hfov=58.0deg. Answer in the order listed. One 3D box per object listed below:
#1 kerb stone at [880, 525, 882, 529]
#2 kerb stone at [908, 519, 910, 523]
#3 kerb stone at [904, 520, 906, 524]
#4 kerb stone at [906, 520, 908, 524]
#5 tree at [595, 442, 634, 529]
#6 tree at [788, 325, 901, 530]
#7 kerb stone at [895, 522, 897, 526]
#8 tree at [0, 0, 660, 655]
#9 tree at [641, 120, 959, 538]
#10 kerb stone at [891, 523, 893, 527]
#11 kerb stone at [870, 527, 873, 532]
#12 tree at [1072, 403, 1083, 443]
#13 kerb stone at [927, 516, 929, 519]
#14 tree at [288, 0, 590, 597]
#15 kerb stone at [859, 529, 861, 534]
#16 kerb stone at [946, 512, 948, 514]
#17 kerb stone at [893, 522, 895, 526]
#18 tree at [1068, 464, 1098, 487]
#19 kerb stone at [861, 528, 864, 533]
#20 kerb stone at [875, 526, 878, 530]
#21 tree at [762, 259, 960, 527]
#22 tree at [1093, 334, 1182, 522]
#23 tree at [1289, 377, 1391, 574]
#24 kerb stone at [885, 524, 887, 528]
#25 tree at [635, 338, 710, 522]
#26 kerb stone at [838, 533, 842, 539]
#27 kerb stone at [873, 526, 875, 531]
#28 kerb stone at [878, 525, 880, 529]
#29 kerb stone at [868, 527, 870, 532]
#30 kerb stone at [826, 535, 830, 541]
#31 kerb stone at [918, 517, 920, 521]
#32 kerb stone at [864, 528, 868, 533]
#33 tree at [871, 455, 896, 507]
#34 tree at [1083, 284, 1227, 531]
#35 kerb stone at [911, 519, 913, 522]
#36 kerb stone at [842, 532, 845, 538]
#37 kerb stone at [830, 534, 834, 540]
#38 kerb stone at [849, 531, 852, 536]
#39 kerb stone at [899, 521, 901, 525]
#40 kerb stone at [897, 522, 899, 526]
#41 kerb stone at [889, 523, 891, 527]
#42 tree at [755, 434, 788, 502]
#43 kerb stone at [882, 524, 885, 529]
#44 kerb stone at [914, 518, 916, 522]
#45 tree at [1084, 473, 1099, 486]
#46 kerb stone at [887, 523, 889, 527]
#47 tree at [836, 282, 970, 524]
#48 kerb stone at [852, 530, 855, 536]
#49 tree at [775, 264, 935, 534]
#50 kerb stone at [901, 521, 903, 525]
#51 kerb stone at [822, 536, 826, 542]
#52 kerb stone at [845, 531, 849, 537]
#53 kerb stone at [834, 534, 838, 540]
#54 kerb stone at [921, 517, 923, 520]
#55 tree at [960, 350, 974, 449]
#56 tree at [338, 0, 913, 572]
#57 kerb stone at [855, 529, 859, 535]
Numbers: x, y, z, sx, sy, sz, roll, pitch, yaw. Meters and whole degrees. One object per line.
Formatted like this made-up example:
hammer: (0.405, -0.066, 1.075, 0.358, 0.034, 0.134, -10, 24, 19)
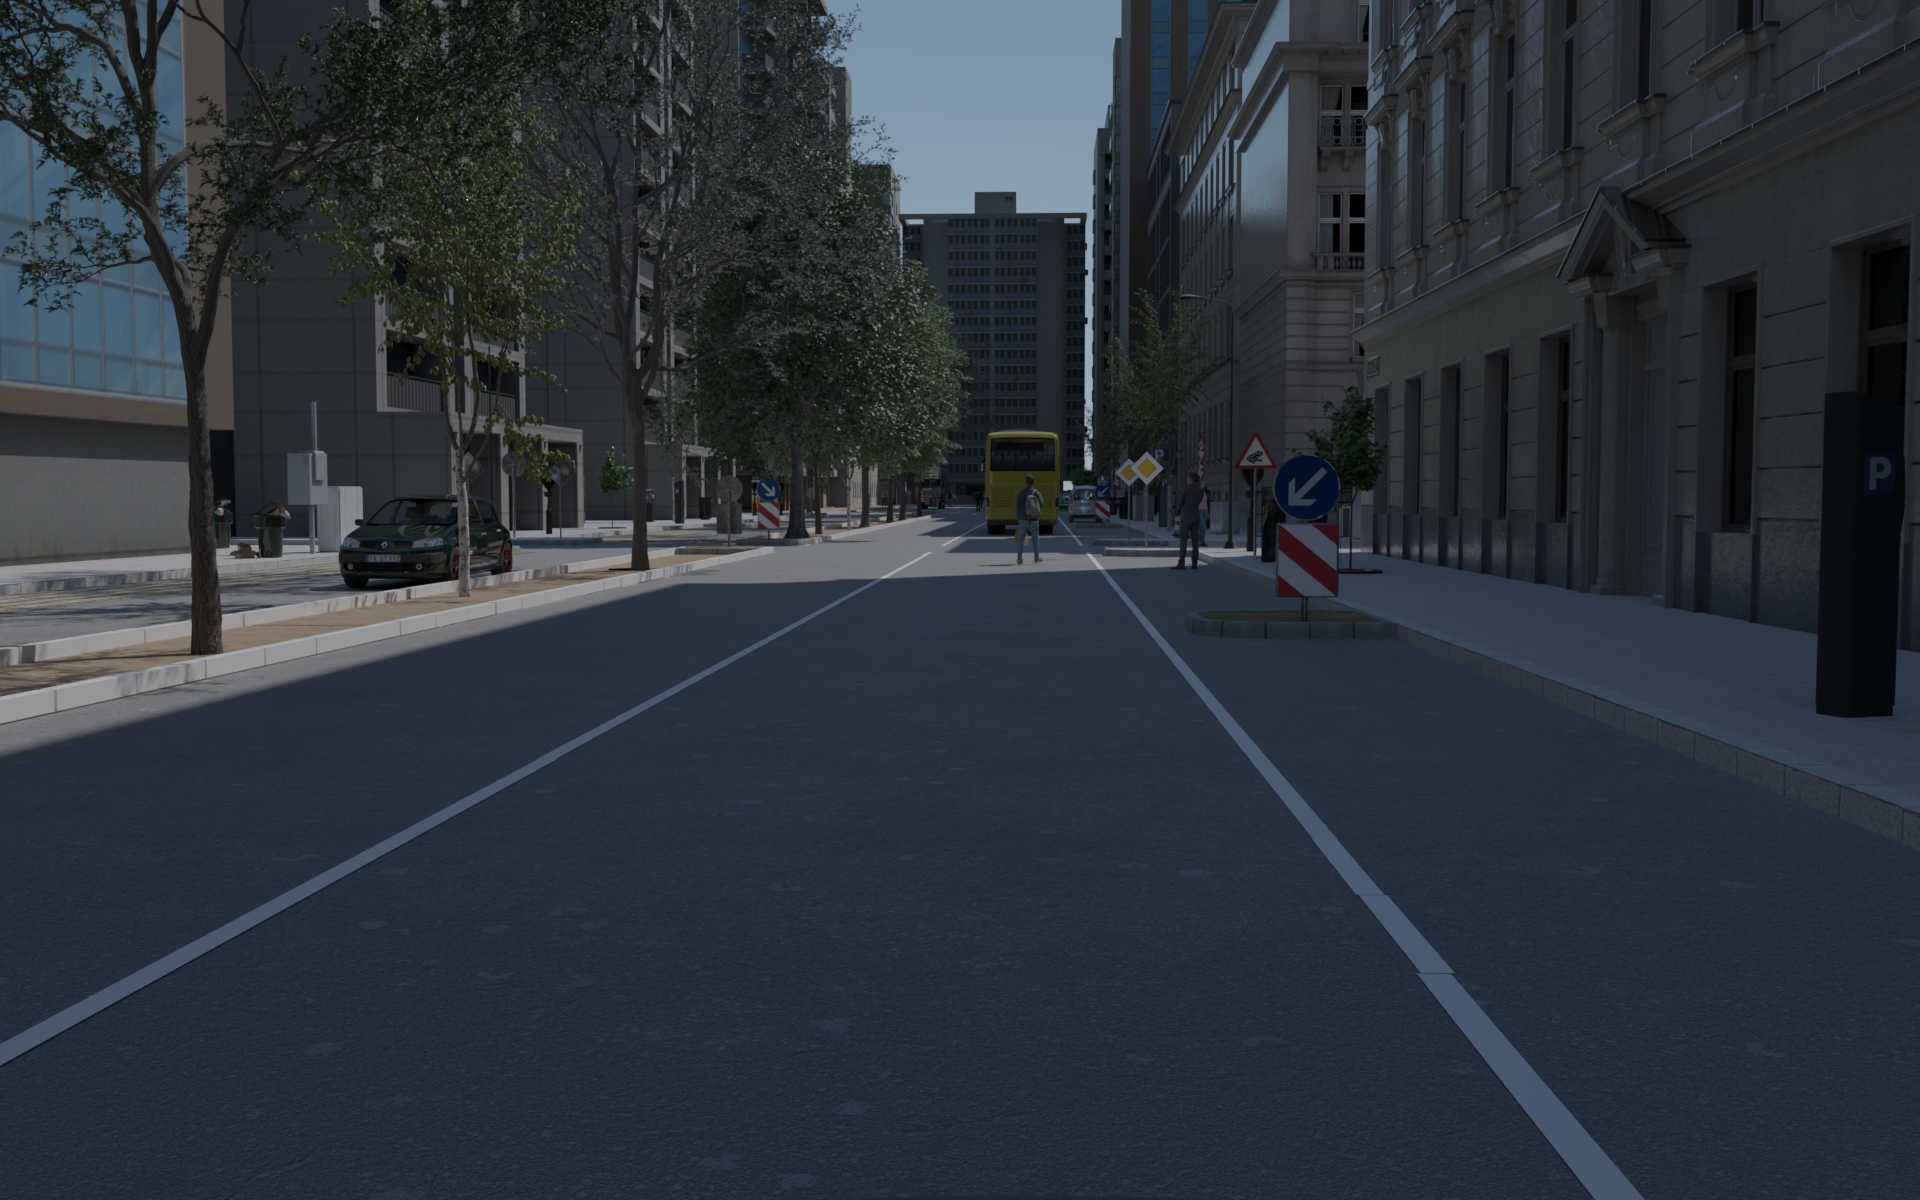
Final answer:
kerb stone: (-3.329, -2.910, 69.767, 0.120, 0.150, 1.000, 0, 4, 3)
kerb stone: (-2.670, -3.786, 84.096, 0.120, 0.150, 1.000, 0, 4, 3)
kerb stone: (-2.769, -3.661, 82.053, 0.120, 0.150, 1.000, 0, 4, 3)
kerb stone: (-2.725, -3.721, 83.075, 0.120, 0.150, 1.000, 0, 4, 3)
tree: (-12.949, -4.262, 64.279, 1.663, 3.219, 1.824, 0, 3, 0)
tree: (-4.403, -7.074, 68.484, 4.360, 8.622, 3.978, 0, 3, 0)
kerb stone: (-2.999, -3.348, 76.931, 0.120, 0.150, 1.000, 0, 4, 3)
tree: (-6.674, -4.807, 15.470, 8.767, 10.594, 7.601, 0, 4, 3)
tree: (-4.949, -8.134, 52.461, 9.611, 12.733, 9.660, 0, 3, 0)
kerb stone: (-3.099, -3.222, 74.889, 0.120, 0.150, 1.000, 0, 4, 3)
kerb stone: (-3.505, -2.659, 65.670, 0.120, 0.150, 1.000, 0, 4, 3)
tree: (9.343, -9.678, 108.598, 4.737, 8.622, 4.395, 0, 3, 0)
kerb stone: (-2.021, -4.665, 98.467, 0.120, 0.150, 1.000, 0, 4, 3)
tree: (-6.835, -4.323, 23.506, 4.737, 8.622, 4.395, 0, 3, 0)
kerb stone: (-3.702, -2.407, 61.555, 0.120, 0.150, 1.000, 0, 4, 3)
kerb stone: (-1.088, -5.918, 118.958, 0.120, 0.150, 1.000, 0, 4, 3)
kerb stone: (-3.049, -3.283, 75.910, 0.120, 0.150, 1.000, 0, 4, 3)
tree: (14.270, -13.270, 200.683, 4.285, 4.588, 4.351, 0, 3, 0)
kerb stone: (-3.656, -2.471, 62.589, 0.120, 0.150, 1.000, 0, 4, 3)
kerb stone: (-3.414, -2.781, 67.720, 0.120, 0.150, 1.000, 0, 4, 3)
tree: (-4.160, -9.410, 74.439, 7.486, 12.596, 7.792, 0, 3, 0)
tree: (8.193, -7.844, 78.610, 4.360, 8.622, 3.978, 0, 3, 0)
tree: (6.468, -2.058, 28.250, 1.663, 3.219, 1.824, 0, 3, 0)
kerb stone: (-3.237, -3.032, 71.823, 0.120, 0.150, 1.000, 0, 4, 3)
tree: (-13.072, -7.875, 79.117, 4.360, 8.622, 3.978, 0, 3, 0)
kerb stone: (-3.980, -2.032, 55.413, 0.120, 0.150, 1.000, 0, 4, 3)
kerb stone: (-3.466, -2.722, 66.693, 0.120, 0.150, 1.000, 0, 4, 3)
kerb stone: (-3.380, -2.847, 68.741, 0.120, 0.150, 1.000, 0, 4, 3)
kerb stone: (-3.556, -2.596, 64.647, 0.120, 0.150, 1.000, 0, 4, 3)
kerb stone: (-4.120, -1.843, 52.328, 0.120, 0.150, 1.000, 0, 4, 3)
kerb stone: (-2.344, -4.225, 91.279, 0.120, 0.150, 1.000, 0, 4, 3)
kerb stone: (-3.600, -2.534, 63.625, 0.120, 0.150, 1.000, 0, 4, 3)
tree: (-7.567, -13.646, 173.472, 4.737, 8.622, 4.395, 0, 3, 0)
tree: (7.067, -6.721, 60.249, 4.737, 8.622, 4.395, 0, 3, 0)
kerb stone: (-2.582, -3.911, 86.148, 0.120, 0.150, 1.000, 0, 4, 3)
kerb stone: (-3.930, -2.085, 56.434, 0.120, 0.150, 1.000, 0, 4, 3)
kerb stone: (-4.074, -1.901, 53.363, 0.120, 0.150, 1.000, 0, 4, 3)
kerb stone: (-3.842, -2.219, 58.481, 0.120, 0.150, 1.000, 0, 4, 3)
kerb stone: (-2.900, -3.473, 78.973, 0.120, 0.150, 1.000, 0, 4, 3)
kerb stone: (-2.948, -3.410, 77.952, 0.120, 0.150, 1.000, 0, 4, 3)
kerb stone: (-3.142, -3.160, 73.868, 0.120, 0.150, 1.000, 0, 4, 3)
tree: (-11.805, -9.797, 110.541, 4.360, 8.622, 3.978, 0, 3, 0)
kerb stone: (-3.277, -2.972, 70.795, 0.120, 0.150, 1.000, 0, 4, 3)
kerb stone: (-2.488, -4.037, 88.204, 0.120, 0.150, 1.000, 0, 4, 3)
tree: (11.561, -9.387, 148.079, 1.663, 3.219, 1.824, 0, 3, 0)
kerb stone: (-3.187, -3.090, 72.844, 0.120, 0.150, 1.000, 0, 4, 3)
tree: (-3.307, -9.514, 83.768, 9.928, 11.665, 9.643, 0, 3, 0)
kerb stone: (-3.793, -2.282, 59.508, 0.120, 0.150, 1.000, 0, 4, 3)
tree: (-4.949, -7.606, 61.225, 8.767, 10.594, 7.601, 0, 4, 3)
kerb stone: (-2.870, -3.536, 80.003, 0.120, 0.150, 1.000, 0, 4, 3)
kerb stone: (-4.169, -1.780, 51.305, 0.120, 0.150, 1.000, 0, 4, 3)
kerb stone: (-3.882, -2.154, 57.455, 0.120, 0.150, 1.000, 0, 4, 3)
kerb stone: (-4.026, -1.967, 54.387, 0.120, 0.150, 1.000, 0, 4, 3)
kerb stone: (-2.249, -4.351, 93.326, 0.120, 0.150, 1.000, 0, 4, 3)
tree: (-3.145, -10.517, 92.531, 7.486, 12.596, 7.792, 0, 3, 0)
tree: (-5.944, -7.276, 31.783, 12.009, 13.543, 11.850, 0, 3, 0)
kerb stone: (-3.747, -2.342, 60.534, 0.120, 0.150, 1.000, 0, 4, 3)
